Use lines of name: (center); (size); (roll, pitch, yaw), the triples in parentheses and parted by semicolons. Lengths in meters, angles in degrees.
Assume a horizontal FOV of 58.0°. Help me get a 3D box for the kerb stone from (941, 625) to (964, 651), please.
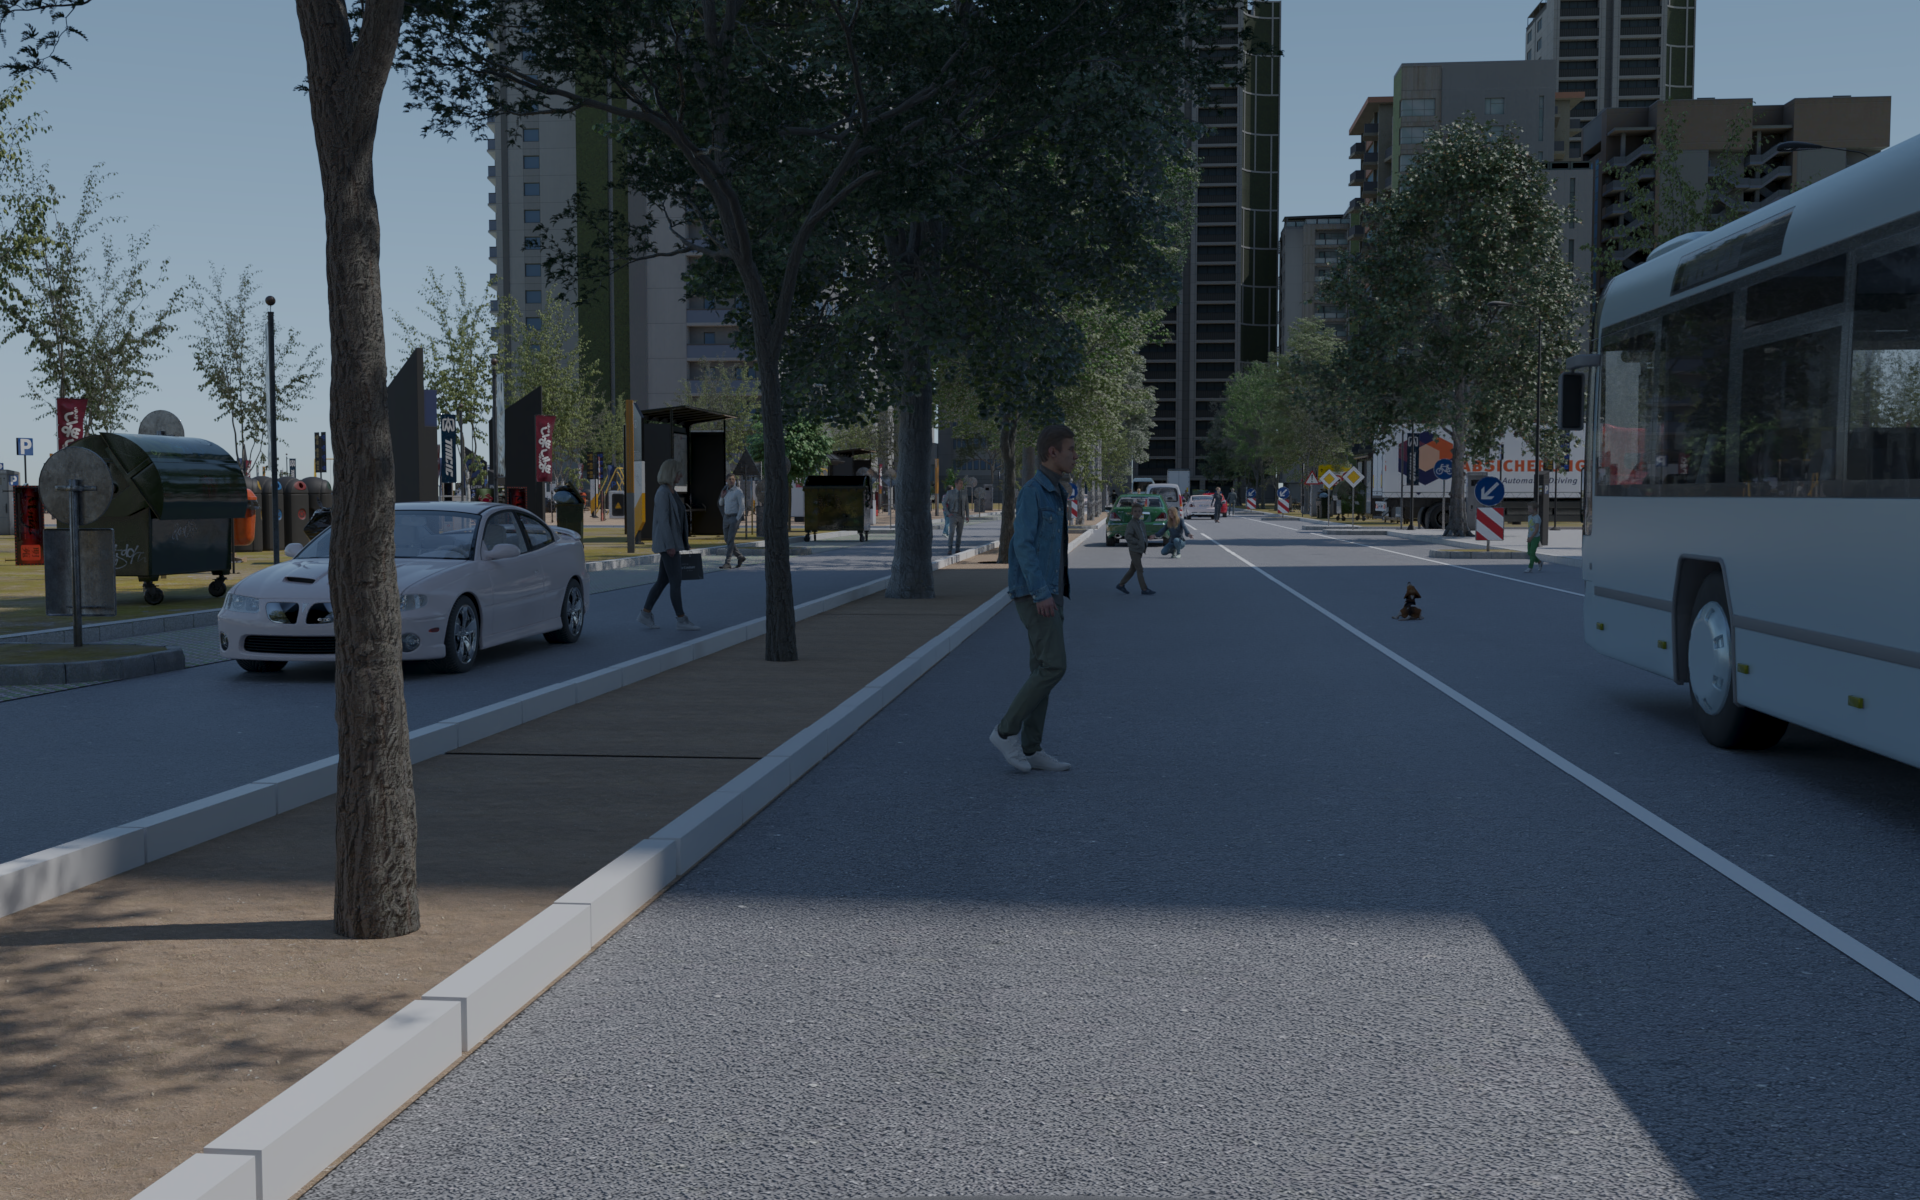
kerb stone: (-0.097, 0.373, 16.125); (0.120, 0.150, 1.000); (0, 4, 6)

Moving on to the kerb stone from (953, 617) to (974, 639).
kerb stone: (0.005, 0.309, 17.144); (0.120, 0.150, 1.000); (0, 4, 6)

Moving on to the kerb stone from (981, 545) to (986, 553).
kerb stone: (0.454, -1.201, 41.826); (0.120, 0.150, 1.000); (0, 4, 6)

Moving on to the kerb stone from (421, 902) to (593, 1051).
kerb stone: (-1.265, 1.057, 4.919); (0.120, 0.150, 1.000); (0, 4, 6)

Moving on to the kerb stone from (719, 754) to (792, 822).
kerb stone: (-0.946, 0.871, 7.977); (0.120, 0.150, 1.000); (0, 4, 6)

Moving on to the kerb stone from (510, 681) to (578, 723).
kerb stone: (-2.720, 0.670, 11.248); (0.120, 0.150, 1.000); (0, 4, 6)

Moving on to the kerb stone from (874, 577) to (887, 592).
kerb stone: (-1.238, -0.204, 25.524); (0.120, 0.150, 1.000); (0, 4, 6)

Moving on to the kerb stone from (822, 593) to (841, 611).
kerb stone: (-1.656, 0.046, 21.448); (0.120, 0.150, 1.000); (0, 4, 6)

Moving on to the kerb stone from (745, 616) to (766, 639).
kerb stone: (-2.081, 0.295, 17.369); (0.120, 0.150, 1.000); (0, 4, 6)

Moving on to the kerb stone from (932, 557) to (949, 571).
kerb stone: (-0.386, -0.703, 33.688); (0.120, 0.150, 1.000); (0, 4, 6)

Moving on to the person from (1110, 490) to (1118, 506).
person: (14.780, -9.693, 166.607); (1.348, 1.869, 0.705); (-2, 4, -34)

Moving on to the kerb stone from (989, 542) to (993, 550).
kerb stone: (0.668, -1.325, 43.860); (0.120, 0.150, 1.000); (0, 4, 6)

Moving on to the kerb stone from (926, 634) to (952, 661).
kerb stone: (-0.209, 0.433, 15.109); (0.120, 0.150, 1.000); (0, 4, 6)

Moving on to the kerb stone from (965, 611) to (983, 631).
kerb stone: (0.113, 0.247, 18.164); (0.120, 0.150, 1.000); (0, 4, 6)

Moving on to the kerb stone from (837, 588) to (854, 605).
kerb stone: (-1.555, -0.016, 22.465); (0.120, 0.150, 1.000); (0, 4, 6)

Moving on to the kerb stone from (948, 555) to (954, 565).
kerb stone: (-0.289, -0.765, 34.705); (0.120, 0.150, 1.000); (0, 4, 6)

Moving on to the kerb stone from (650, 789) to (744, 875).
kerb stone: (-1.050, 0.932, 6.961); (0.120, 0.150, 1.000); (0, 4, 6)

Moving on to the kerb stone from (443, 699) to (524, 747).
kerb stone: (-2.825, 0.732, 10.232); (0.120, 0.150, 1.000); (0, 4, 6)

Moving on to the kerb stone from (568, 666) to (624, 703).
kerb stone: (-2.607, 0.608, 12.276); (0.120, 0.150, 1.000); (0, 4, 6)

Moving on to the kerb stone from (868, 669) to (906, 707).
kerb stone: (-0.523, 0.621, 12.043); (0.120, 0.150, 1.000); (0, 4, 6)

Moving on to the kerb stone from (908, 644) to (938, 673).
kerb stone: (-0.316, 0.496, 14.092); (0.120, 0.150, 1.000); (0, 4, 6)

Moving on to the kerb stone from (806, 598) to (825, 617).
kerb stone: (-1.769, 0.108, 20.428); (0.120, 0.150, 1.000); (0, 4, 6)

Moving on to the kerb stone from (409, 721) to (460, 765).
kerb stone: (-2.929, 0.797, 9.215); (0.120, 0.150, 1.000); (0, 4, 6)

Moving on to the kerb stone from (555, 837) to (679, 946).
kerb stone: (-1.165, 0.994, 5.936); (0.120, 0.150, 1.000); (0, 4, 6)

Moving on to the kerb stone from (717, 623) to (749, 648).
kerb stone: (-2.189, 0.357, 16.353); (0.120, 0.150, 1.000); (0, 4, 6)

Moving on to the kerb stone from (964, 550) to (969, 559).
kerb stone: (0.034, -0.952, 37.754); (0.120, 0.150, 1.000); (0, 4, 6)

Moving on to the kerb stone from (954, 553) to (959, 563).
kerb stone: (-0.178, -0.825, 35.721); (0.120, 0.150, 1.000); (0, 4, 6)

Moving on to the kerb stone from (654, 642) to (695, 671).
kerb stone: (-2.397, 0.485, 14.320); (0.120, 0.150, 1.000); (0, 4, 6)

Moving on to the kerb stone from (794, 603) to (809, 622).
kerb stone: (-1.870, 0.171, 19.407); (0.120, 0.150, 1.000); (0, 4, 6)

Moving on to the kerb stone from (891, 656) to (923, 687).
kerb stone: (-0.421, 0.562, 13.060); (0.120, 0.150, 1.000); (0, 4, 6)

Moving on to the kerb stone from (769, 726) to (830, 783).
kerb stone: (-0.839, 0.807, 8.993); (0.120, 0.150, 1.000); (0, 4, 6)

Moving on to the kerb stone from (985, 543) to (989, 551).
kerb stone: (0.560, -1.263, 42.843); (0.120, 0.150, 1.000); (0, 4, 6)

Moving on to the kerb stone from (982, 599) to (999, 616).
kerb stone: (0.322, 0.125, 20.198); (0.120, 0.150, 1.000); (0, 4, 6)

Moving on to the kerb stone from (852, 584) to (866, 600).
kerb stone: (-1.446, -0.079, 23.487); (0.120, 0.150, 1.000); (0, 4, 6)

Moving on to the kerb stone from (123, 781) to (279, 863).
kerb stone: (-3.143, 0.920, 7.181); (0.120, 0.150, 1.000); (0, 4, 6)

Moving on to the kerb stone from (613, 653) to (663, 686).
kerb stone: (-2.498, 0.544, 13.299); (0.120, 0.150, 1.000); (0, 4, 6)

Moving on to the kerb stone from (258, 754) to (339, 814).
kerb stone: (-3.039, 0.856, 8.199); (0.120, 0.150, 1.000); (0, 4, 6)

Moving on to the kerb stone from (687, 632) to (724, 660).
kerb stone: (-2.288, 0.420, 15.336); (0.120, 0.150, 1.000); (0, 4, 6)

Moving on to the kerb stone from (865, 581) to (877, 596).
kerb stone: (-1.339, -0.138, 24.508); (0.120, 0.150, 1.000); (0, 4, 6)

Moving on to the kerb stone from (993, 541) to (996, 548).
kerb stone: (0.766, -1.387, 44.877); (0.120, 0.150, 1.000); (0, 4, 6)

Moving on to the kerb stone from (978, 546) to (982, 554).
kerb stone: (0.354, -1.138, 40.807); (0.120, 0.150, 1.000); (0, 4, 6)

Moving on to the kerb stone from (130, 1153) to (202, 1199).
kerb stone: (-1.481, 1.185, 2.879); (0.120, 0.150, 1.000); (0, 4, 6)

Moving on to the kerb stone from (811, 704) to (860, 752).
kerb stone: (-0.731, 0.749, 10.010); (0.120, 0.150, 1.000); (0, 4, 6)

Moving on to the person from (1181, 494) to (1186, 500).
person: (19.052, -8.406, 149.158); (0.991, 1.433, 0.599); (0, 4, -5)

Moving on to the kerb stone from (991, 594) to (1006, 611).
kerb stone: (0.430, 0.067, 21.219); (0.120, 0.150, 1.000); (0, 4, 6)

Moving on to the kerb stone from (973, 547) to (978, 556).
kerb stone: (0.244, -1.076, 39.787); (0.120, 0.150, 1.000); (0, 4, 6)

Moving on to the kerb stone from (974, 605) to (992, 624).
kerb stone: (0.220, 0.187, 19.181); (0.120, 0.150, 1.000); (0, 4, 6)

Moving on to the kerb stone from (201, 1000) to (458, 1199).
kerb stone: (-1.374, 1.120, 3.896); (0.120, 0.150, 1.000); (0, 4, 6)

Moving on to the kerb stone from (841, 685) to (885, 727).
kerb stone: (-0.630, 0.688, 11.027); (0.120, 0.150, 1.000); (0, 4, 6)

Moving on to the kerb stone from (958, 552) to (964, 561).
kerb stone: (-0.069, -0.889, 36.737); (0.120, 0.150, 1.000); (0, 4, 6)

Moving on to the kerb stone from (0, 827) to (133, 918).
kerb stone: (-3.246, 0.981, 6.164); (0.120, 0.150, 1.000); (0, 4, 6)

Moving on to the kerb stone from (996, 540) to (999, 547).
kerb stone: (0.874, -1.447, 45.893); (0.120, 0.150, 1.000); (0, 4, 6)

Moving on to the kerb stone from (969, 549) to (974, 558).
kerb stone: (0.147, -1.011, 38.770); (0.120, 0.150, 1.000); (0, 4, 6)

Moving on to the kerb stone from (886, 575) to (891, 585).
kerb stone: (-1.127, -0.267, 26.554); (0.120, 0.150, 1.000); (0, 4, 6)

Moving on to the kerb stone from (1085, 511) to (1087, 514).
kerb stone: (9.831, -6.727, 132.173); (0.120, 0.150, 1.000); (0, 4, 6)
